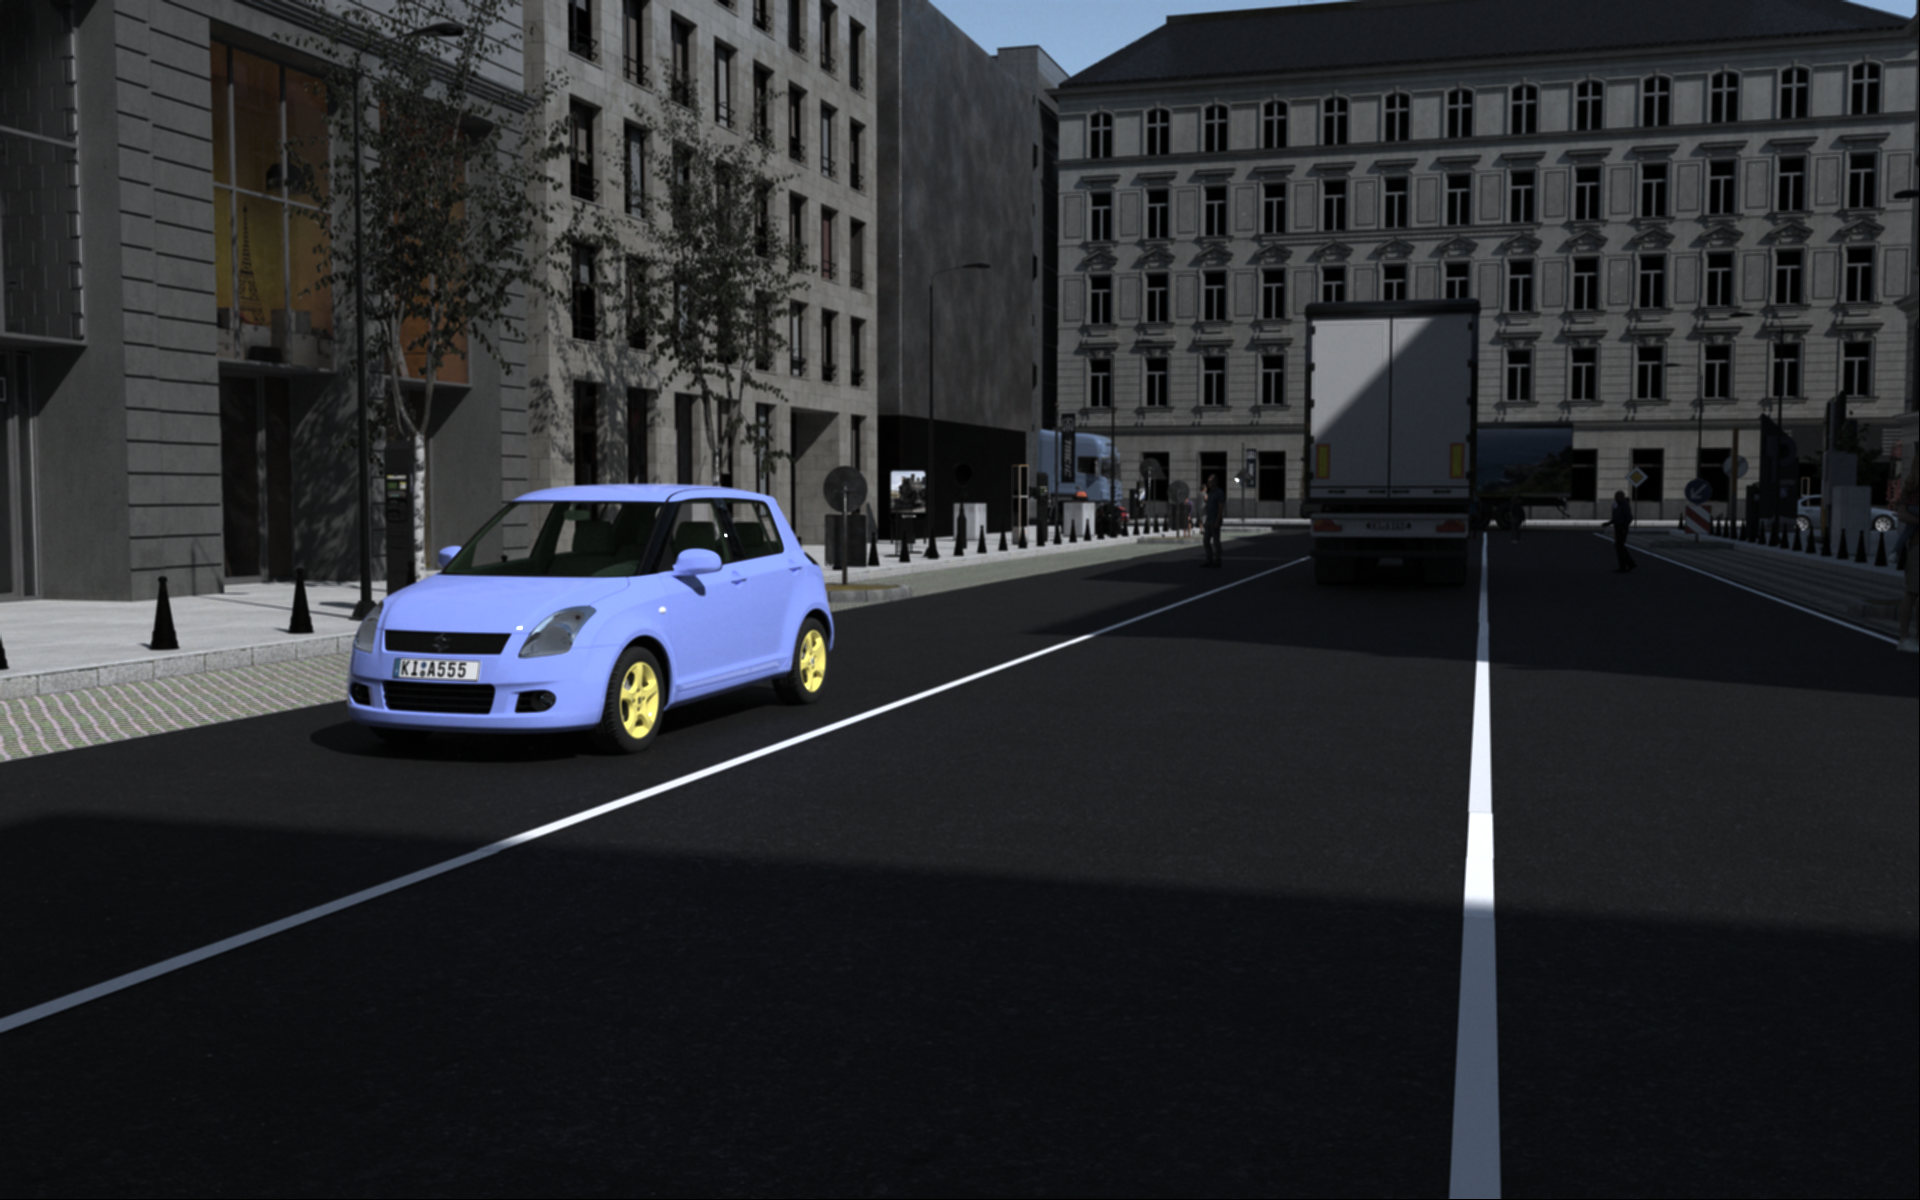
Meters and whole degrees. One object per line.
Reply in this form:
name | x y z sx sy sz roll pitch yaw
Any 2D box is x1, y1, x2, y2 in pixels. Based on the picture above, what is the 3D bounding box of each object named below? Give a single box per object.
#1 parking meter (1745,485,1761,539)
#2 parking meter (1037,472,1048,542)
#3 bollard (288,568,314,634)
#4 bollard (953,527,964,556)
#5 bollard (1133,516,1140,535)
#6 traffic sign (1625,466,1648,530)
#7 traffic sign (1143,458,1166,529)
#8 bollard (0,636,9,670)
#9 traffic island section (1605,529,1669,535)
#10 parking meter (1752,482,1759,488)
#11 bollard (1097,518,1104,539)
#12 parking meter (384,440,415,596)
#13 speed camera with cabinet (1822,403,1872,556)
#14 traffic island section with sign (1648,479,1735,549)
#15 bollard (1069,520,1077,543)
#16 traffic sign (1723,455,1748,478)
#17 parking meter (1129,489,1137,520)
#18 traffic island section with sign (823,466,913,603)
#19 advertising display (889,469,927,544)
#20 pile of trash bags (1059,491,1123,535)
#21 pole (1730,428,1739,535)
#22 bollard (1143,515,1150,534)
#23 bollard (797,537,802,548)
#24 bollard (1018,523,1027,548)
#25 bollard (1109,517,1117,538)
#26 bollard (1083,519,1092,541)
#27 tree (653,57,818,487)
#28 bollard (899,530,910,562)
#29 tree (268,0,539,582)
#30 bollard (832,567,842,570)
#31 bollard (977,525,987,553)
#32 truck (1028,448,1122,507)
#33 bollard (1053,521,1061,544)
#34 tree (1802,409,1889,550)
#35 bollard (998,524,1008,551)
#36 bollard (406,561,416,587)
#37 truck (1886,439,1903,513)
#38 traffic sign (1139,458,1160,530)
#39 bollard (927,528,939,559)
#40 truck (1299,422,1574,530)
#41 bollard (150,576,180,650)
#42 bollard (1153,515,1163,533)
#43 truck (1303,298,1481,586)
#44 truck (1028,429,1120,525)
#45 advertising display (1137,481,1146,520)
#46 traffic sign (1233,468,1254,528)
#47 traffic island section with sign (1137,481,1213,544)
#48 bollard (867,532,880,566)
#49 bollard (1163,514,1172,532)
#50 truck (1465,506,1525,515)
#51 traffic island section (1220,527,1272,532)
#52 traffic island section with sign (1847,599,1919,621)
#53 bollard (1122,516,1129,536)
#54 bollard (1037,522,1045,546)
parking meter | 22.883 -2.544 49.998 0.372 1.533 0.369 0 3 0
parking meter | 2.211 -2.497 46.529 0.255 1.863 0.399 0 4 -7
bollard | -6.089 0.003 15.987 0.229 0.601 0.229 0 3 0
bollard | -0.028 -1.218 35.954 0.229 0.601 0.229 0 3 0
bollard | 5.520 -2.336 54.227 0.229 0.601 0.229 0 3 0
traffic sign | 24.204 -3.570 62.019 0.795 2.450 0.064 1 4 17
traffic sign | 7.062 -3.847 62.909 0.884 2.594 0.081 2 4 23
bollard | -7.095 0.206 12.669 0.229 0.601 0.229 0 3 0
traffic island section | 24.229 -2.435 62.089 2.009 0.180 2.903 1 4 17
parking meter | 37.563 -4.648 81.710 0.399 1.863 0.255 -1 4 -21
bollard | 4.003 -2.030 49.238 0.229 0.601 0.229 0 3 0
parking meter | -6.057 -0.796 18.730 0.255 1.863 0.399 -1 4 -10
speed camera with cabinet | 18.870 -2.600 36.839 0.660 3.252 2.038 1 4 16
traffic island section with sign | 19.327 -2.277 45.850 1.989 1.847 2.006 1 4 17
bollard | 2.997 -1.827 45.920 0.229 0.601 0.229 0 3 0
traffic sign | 25.333 -3.458 56.644 0.768 2.556 0.104 1 4 19
parking meter | 8.617 -4.755 86.162 0.372 1.533 0.369 0 3 0
traffic island section with sign | -1.737 -0.923 23.717 1.989 1.847 2.006 1 4 17
advertising display | -1.333 -2.408 44.581 0.974 1.923 0.123 0 4 -3
pile of trash bags | 4.132 -2.822 55.897 1.912 1.369 3.447 0 4 -7
pole | 23.995 -3.659 53.669 0.158 3.312 0.155 0 3 0
bollard | 6.019 -2.437 55.887 0.229 0.601 0.229 0 3 0
bollard | -2.562 -0.708 27.621 0.229 0.601 0.229 0 3 0
bollard | 1.482 -1.522 40.931 0.229 0.601 0.229 0 3 0
bollard | 4.509 -2.133 50.910 0.229 0.601 0.229 0 3 0
bollard | 3.503 -1.929 47.578 0.229 0.601 0.229 0 3 0
tree | -4.237 -4.834 29.406 4.360 8.622 3.978 0 3 0
bollard | -1.043 -1.013 32.610 0.229 0.601 0.229 0 3 0
tree | -6.816 -4.385 22.061 4.360 8.622 3.978 0 3 0
bollard | -2.052 -0.810 29.282 0.229 0.601 0.229 0 3 0
bollard | 0.477 -1.319 37.612 0.229 0.601 0.229 0 3 0
truck | -0.778 -5.821 84.930 18.799 4.110 2.967 1 4 16
bollard | 2.491 -1.725 44.253 0.229 0.601 0.229 0 3 0
tree | 20.242 -2.744 39.464 1.663 3.219 1.824 0 3 0
bollard | 0.977 -1.421 39.272 0.229 0.601 0.229 0 3 0
bollard | -5.588 -0.098 17.646 0.229 0.601 0.229 0 3 0
truck | 43.096 -4.951 69.858 11.283 4.237 2.839 1 4 17
traffic sign | 6.670 -3.727 61.044 0.768 2.556 0.104 1 4 22
bollard | -0.536 -1.116 34.288 0.229 0.601 0.229 0 3 0
truck | 18.944 -4.992 70.533 11.283 4.237 2.839 1 4 17
bollard | -6.588 0.105 14.327 0.229 0.601 0.229 0 3 0
bollard | 6.527 -2.538 57.545 0.229 0.601 0.229 0 3 0
truck | 7.662 -2.544 30.503 2.839 4.237 11.283 1 4 15
truck | -1.834 -5.190 74.611 18.799 4.110 2.967 1 4 19
advertising display | 9.130 -5.024 87.350 0.123 1.923 0.974 2 4 26
traffic sign | 10.817 -3.819 66.088 0.795 2.450 0.064 1 4 17
traffic island section with sign | 6.300 -2.542 50.187 1.989 1.847 2.006 1 4 17
bollard | -1.546 -0.912 30.951 0.229 0.601 0.229 0 3 0
bollard | 7.027 -2.640 59.208 0.229 0.601 0.229 0 3 0
truck | 20.296 -4.856 75.314 9.791 3.379 3.469 1 4 18
traffic island section | 10.792 -2.684 66.157 2.009 0.180 2.903 1 4 17
traffic island section with sign | 11.489 -0.699 20.055 1.989 1.847 2.006 1 4 17
bollard | 5.015 -2.234 52.569 0.229 0.601 0.229 0 3 0
bollard | 1.986 -1.624 42.589 0.229 0.601 0.229 0 3 0
